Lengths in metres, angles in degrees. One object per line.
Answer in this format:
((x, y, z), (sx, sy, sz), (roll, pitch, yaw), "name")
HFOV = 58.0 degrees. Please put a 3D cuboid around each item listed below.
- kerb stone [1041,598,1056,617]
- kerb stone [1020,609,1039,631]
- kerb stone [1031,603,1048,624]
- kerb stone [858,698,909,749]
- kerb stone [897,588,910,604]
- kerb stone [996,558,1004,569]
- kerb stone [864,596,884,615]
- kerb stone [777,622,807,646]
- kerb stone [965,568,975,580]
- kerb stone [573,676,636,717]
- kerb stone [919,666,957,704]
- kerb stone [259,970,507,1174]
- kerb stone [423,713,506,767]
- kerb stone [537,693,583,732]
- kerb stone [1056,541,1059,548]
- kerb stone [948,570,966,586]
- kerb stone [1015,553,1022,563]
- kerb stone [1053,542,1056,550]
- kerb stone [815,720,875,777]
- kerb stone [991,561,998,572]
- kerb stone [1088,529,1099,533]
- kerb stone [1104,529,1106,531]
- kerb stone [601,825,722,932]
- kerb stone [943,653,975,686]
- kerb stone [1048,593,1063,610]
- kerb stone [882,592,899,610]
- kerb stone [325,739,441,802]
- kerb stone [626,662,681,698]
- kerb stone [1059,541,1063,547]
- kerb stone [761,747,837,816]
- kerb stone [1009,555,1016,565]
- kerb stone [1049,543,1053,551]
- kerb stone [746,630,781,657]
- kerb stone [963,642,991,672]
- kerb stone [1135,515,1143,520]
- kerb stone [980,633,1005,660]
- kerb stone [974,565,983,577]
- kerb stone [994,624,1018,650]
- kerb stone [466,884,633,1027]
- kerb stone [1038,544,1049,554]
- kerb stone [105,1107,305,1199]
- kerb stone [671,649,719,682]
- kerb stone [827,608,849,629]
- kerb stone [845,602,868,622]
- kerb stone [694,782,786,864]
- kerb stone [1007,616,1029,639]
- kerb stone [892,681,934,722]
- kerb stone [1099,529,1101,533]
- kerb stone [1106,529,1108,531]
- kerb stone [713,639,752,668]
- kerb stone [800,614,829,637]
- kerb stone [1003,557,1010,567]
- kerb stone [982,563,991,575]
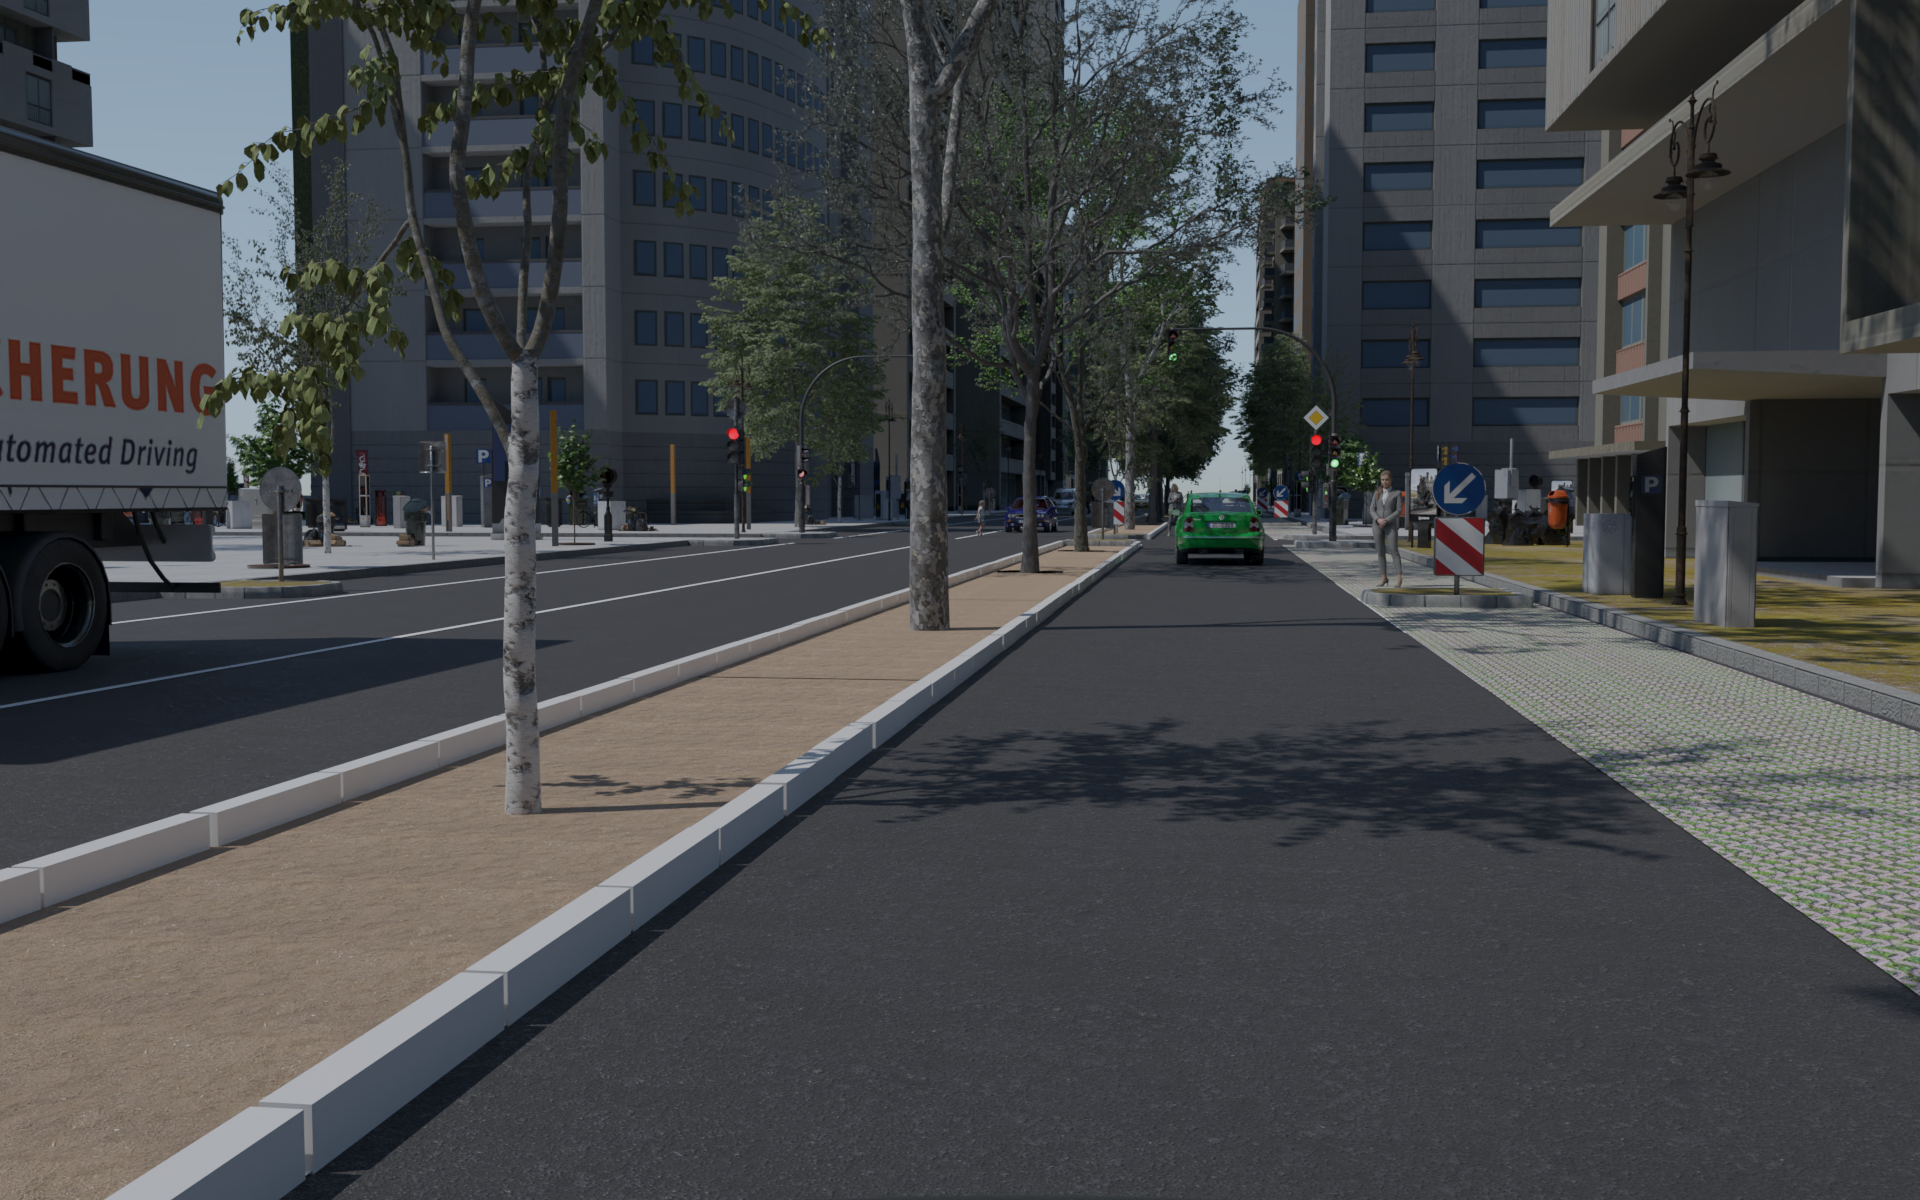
((0.994, 0.112, 20.362), (0.120, 0.150, 1.000), (1, 4, 8), "kerb stone")
((0.699, 0.236, 18.337), (0.120, 0.150, 1.000), (1, 4, 8), "kerb stone")
((0.852, 0.174, 19.349), (0.120, 0.150, 1.000), (1, 4, 8), "kerb stone")
((-0.463, 0.731, 10.237), (0.120, 0.150, 1.000), (1, 4, 8), "kerb stone")
((-0.789, -0.031, 22.701), (0.120, 0.150, 1.000), (1, 4, 8), "kerb stone")
((0.674, -0.647, 32.861), (0.120, 0.150, 1.000), (1, 4, 8), "kerb stone")
((-1.091, 0.093, 20.672), (0.120, 0.150, 1.000), (1, 4, 8), "kerb stone")
((-1.669, 0.348, 16.611), (0.120, 0.150, 1.000), (1, 4, 8), "kerb stone")
((0.083, -0.404, 28.796), (0.120, 0.150, 1.000), (1, 4, 8), "kerb stone")
((-2.400, 0.654, 11.550), (0.120, 0.150, 1.000), (1, 4, 8), "kerb stone")
((-0.173, 0.609, 12.261), (0.120, 0.150, 1.000), (1, 4, 8), "kerb stone")
((-1.350, 1.104, 4.145), (0.120, 0.150, 1.000), (1, 4, 8), "kerb stone")
((-2.696, 0.776, 9.515), (0.120, 0.150, 1.000), (1, 4, 8), "kerb stone")
((-2.547, 0.714, 10.537), (0.120, 0.150, 1.000), (1, 4, 8), "kerb stone")
((2.416, -1.389, 45.030), (0.120, 0.150, 1.000), (1, 4, 8), "kerb stone")
((-0.066, -0.337, 27.776), (0.120, 0.150, 1.000), (1, 4, 8), "kerb stone")
((1.111, -0.839, 35.905), (0.120, 0.150, 1.000), (1, 4, 8), "kerb stone")
((2.282, -1.334, 44.016), (0.120, 0.150, 1.000), (1, 4, 8), "kerb stone")
((-0.620, 0.794, 9.212), (0.120, 0.150, 1.000), (1, 4, 8), "kerb stone")
((0.527, -0.590, 31.849), (0.120, 0.150, 1.000), (1, 4, 8), "kerb stone")
((4.687, -2.357, 60.740), (0.120, 0.150, 1.000), (1, 4, 8), "kerb stone")
((5.279, -2.600, 64.797), (0.120, 0.150, 1.000), (1, 4, 8), "kerb stone")
((-1.057, 0.980, 6.169), (0.120, 0.150, 1.000), (1, 4, 8), "kerb stone")
((-0.028, 0.550, 13.273), (0.120, 0.150, 1.000), (1, 4, 8), "kerb stone")
((1.134, 0.051, 21.379), (0.120, 0.150, 1.000), (1, 4, 8), "kerb stone")
((-0.939, 0.031, 21.690), (0.120, 0.150, 1.000), (1, 4, 8), "kerb stone")
((-2.837, 0.839, 8.503), (0.120, 0.150, 1.000), (1, 4, 8), "kerb stone")
((-2.254, 0.589, 12.564), (0.120, 0.150, 1.000), (1, 4, 8), "kerb stone")
((2.569, -1.459, 46.048), (0.120, 0.150, 1.000), (1, 4, 8), "kerb stone")
((-0.759, 0.856, 8.199), (0.120, 0.150, 1.000), (1, 4, 8), "kerb stone")
((0.956, -0.776, 34.885), (0.120, 0.150, 1.000), (1, 4, 8), "kerb stone")
((2.134, -1.273, 43.004), (0.120, 0.150, 1.000), (1, 4, 8), "kerb stone")
((-1.815, 0.407, 15.599), (0.120, 0.150, 1.000), (1, 4, 8), "kerb stone")
((0.116, 0.487, 14.285), (0.120, 0.150, 1.000), (1, 4, 8), "kerb stone")
((10.251, -4.719, 99.348), (0.120, 0.150, 1.000), (1, 4, 8), "kerb stone")
((0.257, 0.427, 15.302), (0.120, 0.150, 1.000), (1, 4, 8), "kerb stone")
((0.229, -0.463, 29.807), (0.120, 0.150, 1.000), (1, 4, 8), "kerb stone")
((0.411, 0.360, 16.312), (0.120, 0.150, 1.000), (1, 4, 8), "kerb stone")
((-1.204, 1.042, 5.157), (0.120, 0.150, 1.000), (1, 4, 8), "kerb stone")
((1.989, -1.210, 41.979), (0.120, 0.150, 1.000), (1, 4, 8), "kerb stone")
((-1.498, 1.166, 3.129), (0.120, 0.150, 1.000), (1, 4, 8), "kerb stone")
((-2.108, 0.527, 13.575), (0.120, 0.150, 1.000), (1, 4, 8), "kerb stone")
((-1.383, 0.224, 18.637), (0.120, 0.150, 1.000), (1, 4, 8), "kerb stone")
((-1.235, 0.155, 19.655), (0.120, 0.150, 1.000), (1, 4, 8), "kerb stone")
((-0.911, 0.923, 7.181), (0.120, 0.150, 1.000), (1, 4, 8), "kerb stone")
((0.550, 0.298, 17.325), (0.120, 0.150, 1.000), (1, 4, 8), "kerb stone")
((-0.322, 0.669, 11.249), (0.120, 0.150, 1.000), (1, 4, 8), "kerb stone")
((4.834, -2.420, 61.760), (0.120, 0.150, 1.000), (1, 4, 8), "kerb stone")
((5.427, -2.668, 65.819), (0.120, 0.150, 1.000), (1, 4, 8), "kerb stone")
((-1.962, 0.466, 14.587), (0.120, 0.150, 1.000), (1, 4, 8), "kerb stone")
((-1.529, 0.283, 17.624), (0.120, 0.150, 1.000), (1, 4, 8), "kerb stone")
((0.821, -0.714, 33.872), (0.120, 0.150, 1.000), (1, 4, 8), "kerb stone")
((0.384, -0.527, 30.828), (0.120, 0.150, 1.000), (1, 4, 8), "kerb stone")
